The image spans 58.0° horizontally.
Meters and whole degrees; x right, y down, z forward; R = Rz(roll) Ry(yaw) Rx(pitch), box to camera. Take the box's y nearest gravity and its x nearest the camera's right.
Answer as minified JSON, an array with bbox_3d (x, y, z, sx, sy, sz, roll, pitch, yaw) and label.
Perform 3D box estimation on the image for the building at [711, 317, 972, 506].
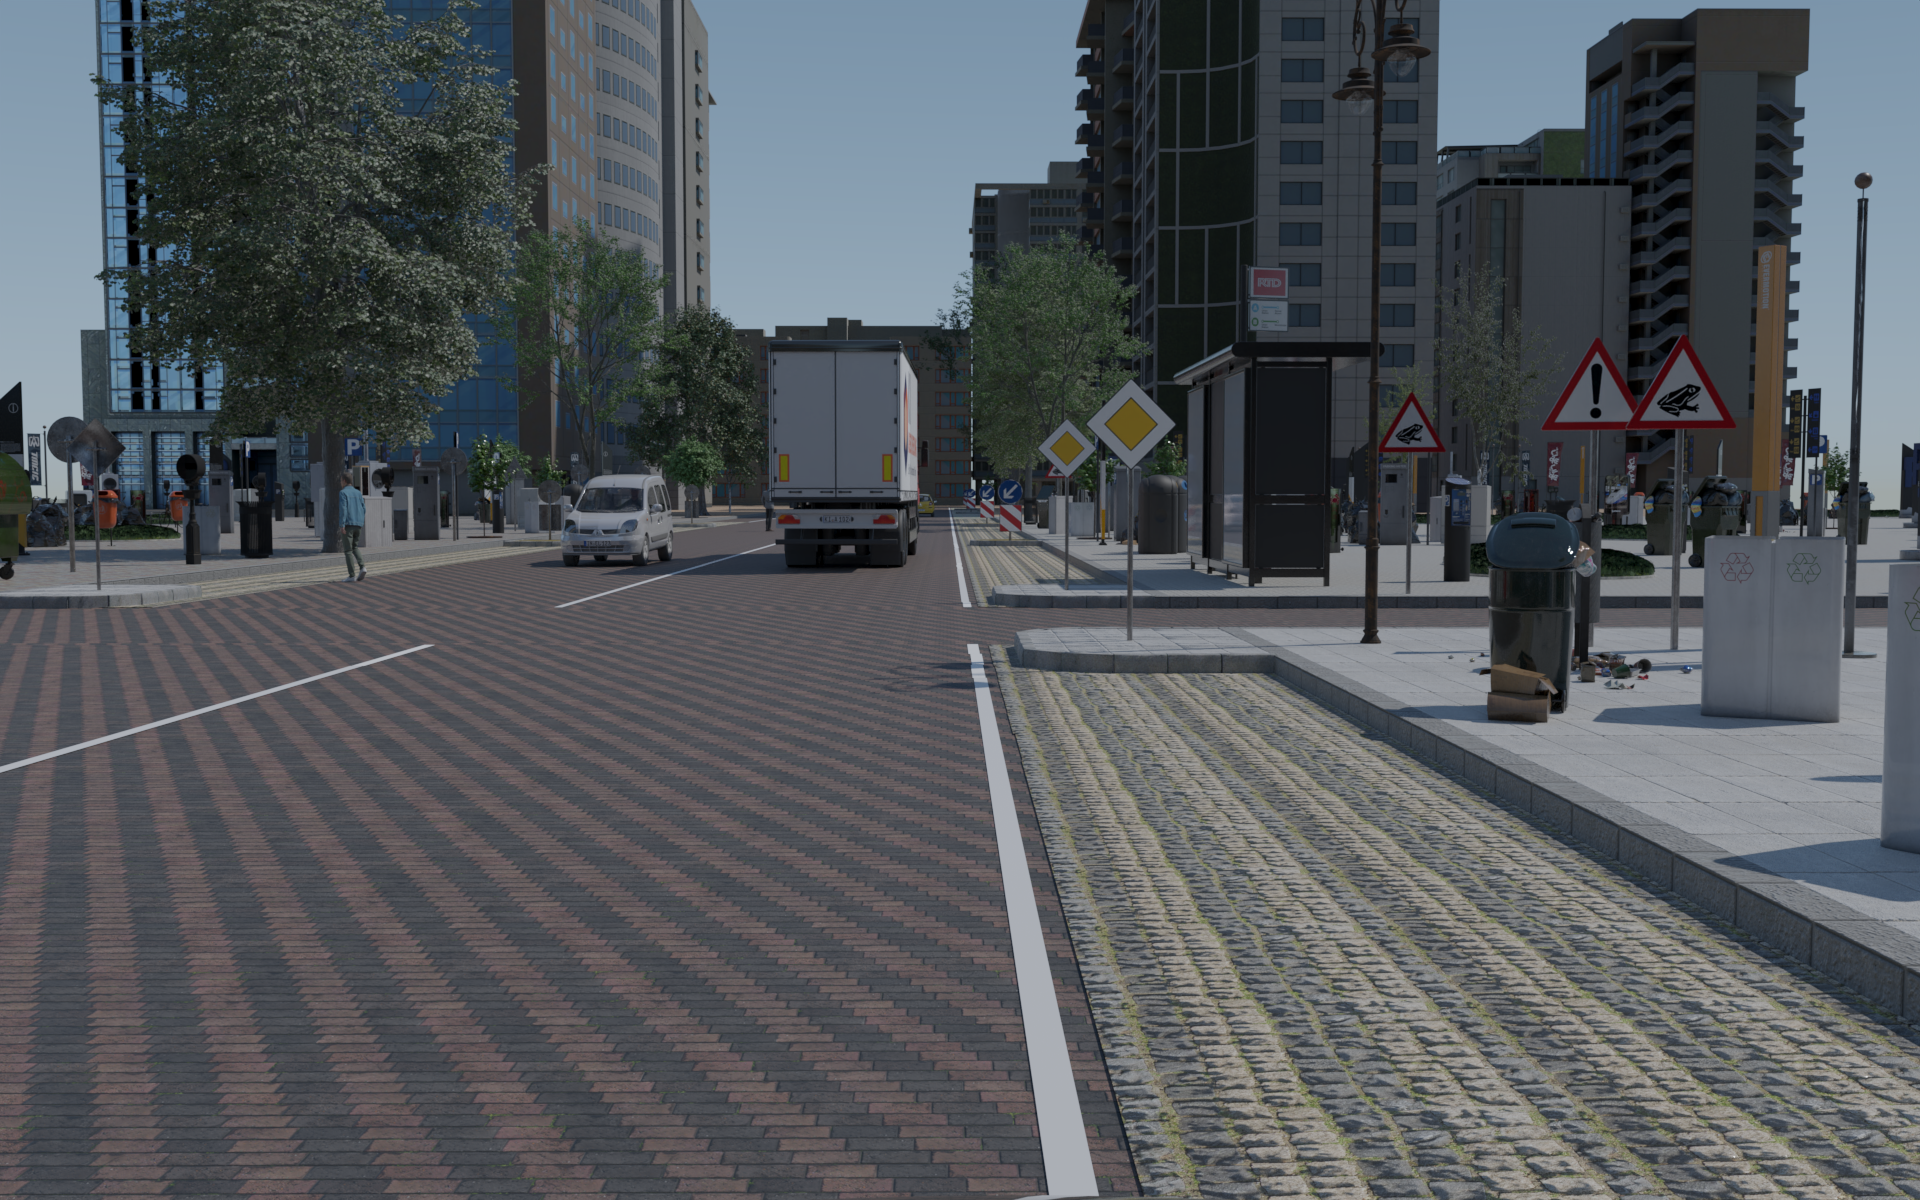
[{"bbox_3d":[-13.283,-21.941,203.777,28.899,21.520,27.650,0,4,0],"label":"building"}]

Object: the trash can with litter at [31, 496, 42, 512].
[{"bbox_3d":[-31.040,-2.919,58.786,1.678,1.210,2.233,0,4,-2],"label":"trash can with litter"}]

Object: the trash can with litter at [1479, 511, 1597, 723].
[{"bbox_3d":[3.368,0.079,10.093,0.624,1.170,1.055,1,4,21],"label":"trash can with litter"}]

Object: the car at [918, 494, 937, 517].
[{"bbox_3d":[-2.469,-6.086,109.724,2.015,1.641,3.980,0,4,0],"label":"car"}]

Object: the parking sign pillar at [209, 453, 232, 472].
[{"bbox_3d":[-40.344,-6.486,94.519,1.447,3.967,1.447,2,4,26],"label":"parking sign pillar"}]

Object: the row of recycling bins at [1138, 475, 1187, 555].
[{"bbox_3d":[4.826,-1.906,38.277,1.069,1.692,3.534,2,4,28],"label":"row of recycling bins"}]

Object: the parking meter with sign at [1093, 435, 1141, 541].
[{"bbox_3d":[4.556,-3.103,46.997,1.738,3.016,0.543,0,4,-6],"label":"parking meter with sign"}]

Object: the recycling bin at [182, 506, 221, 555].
[{"bbox_3d":[-16.083,-1.479,36.730,0.722,1.027,0.722,-2,4,-24],"label":"recycling bin"}]

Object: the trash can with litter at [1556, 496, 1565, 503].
[{"bbox_3d":[31.219,-4.762,89.246,0.624,1.170,1.055,-3,5,-41],"label":"trash can with litter"}]

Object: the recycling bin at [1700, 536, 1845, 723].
[{"bbox_3d":[4.759,0.148,10.133,0.722,1.027,0.722,2,4,27],"label":"recycling bin"}]

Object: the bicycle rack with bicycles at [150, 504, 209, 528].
[{"bbox_3d":[-29.086,-3.190,65.535,2.852,0.926,2.925,0,4,5],"label":"bicycle rack with bicycles"}]

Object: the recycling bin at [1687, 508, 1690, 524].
[{"bbox_3d":[22.453,-2.427,52.240,0.722,1.027,0.722,0,4,-6],"label":"recycling bin"}]

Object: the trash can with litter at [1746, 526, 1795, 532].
[{"bbox_3d":[27.643,-2.931,58.979,1.678,1.210,2.233,1,4,19],"label":"trash can with litter"}]

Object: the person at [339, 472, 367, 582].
[{"bbox_3d":[-9.887,-1.182,28.173,0.444,1.785,0.601,2,4,32],"label":"person"}]

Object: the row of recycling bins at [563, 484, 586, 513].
[{"bbox_3d":[-14.821,-3.857,70.173,1.069,1.692,3.534,1,4,21],"label":"row of recycling bins"}]

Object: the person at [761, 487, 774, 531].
[{"bbox_3d":[-7.316,-3.541,66.579,0.592,1.802,0.473,3,5,41],"label":"person"}]

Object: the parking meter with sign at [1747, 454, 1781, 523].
[{"bbox_3d":[35.154,-4.869,75.875,0.543,3.016,1.738,-1,4,-8],"label":"parking meter with sign"}]

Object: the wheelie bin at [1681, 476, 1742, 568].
[{"bbox_3d":[13.206,-1.367,30.259,0.980,1.594,0.693,-2,4,-35],"label":"wheelie bin"}]

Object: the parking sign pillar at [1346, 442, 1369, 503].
[{"bbox_3d":[20.445,-6.128,88.670,1.447,3.967,1.447,3,5,40],"label":"parking sign pillar"}]

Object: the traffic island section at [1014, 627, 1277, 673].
[{"bbox_3d":[1.507,0.434,15.188,2.009,0.180,2.903,0,4,0],"label":"traffic island section"}]

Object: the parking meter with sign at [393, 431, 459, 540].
[{"bbox_3d":[-14.883,-3.181,48.270,1.738,3.016,0.543,-1,4,-12],"label":"parking meter with sign"}]

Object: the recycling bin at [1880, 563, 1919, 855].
[{"bbox_3d":[3.818,0.392,6.140,0.722,1.027,0.722,-2,4,-28],"label":"recycling bin"}]

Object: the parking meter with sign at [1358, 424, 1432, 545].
[{"bbox_3d":[10.938,-2.893,43.569,1.738,3.016,0.543,1,4,21],"label":"parking meter with sign"}]

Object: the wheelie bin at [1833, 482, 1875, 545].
[{"bbox_3d":[22.735,-2.207,43.999,0.980,1.594,0.693,0,4,4],"label":"wheelie bin"}]

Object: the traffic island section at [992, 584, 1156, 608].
[{"bbox_3d":[1.447,-0.055,23.173,2.009,0.180,2.903,0,4,0],"label":"traffic island section"}]

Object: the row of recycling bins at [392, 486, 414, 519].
[{"bbox_3d":[-29.080,-5.079,90.158,1.069,1.692,3.534,-3,4,-38],"label":"row of recycling bins"}]

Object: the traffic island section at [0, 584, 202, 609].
[{"bbox_3d":[-11.494,-0.049,23.080,2.009,0.180,2.903,0,4,0],"label":"traffic island section"}]

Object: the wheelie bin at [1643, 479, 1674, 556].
[{"bbox_3d":[14.832,-1.738,36.329,0.980,1.594,0.693,-2,4,-29],"label":"wheelie bin"}]

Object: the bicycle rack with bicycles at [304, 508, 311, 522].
[{"bbox_3d":[-29.222,-4.093,80.308,2.852,0.926,2.925,-2,4,-28],"label":"bicycle rack with bicycles"}]

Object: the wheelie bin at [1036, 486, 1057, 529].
[{"bbox_3d":[3.261,-3.443,64.197,0.693,1.594,0.980,-3,5,-42],"label":"wheelie bin"}]

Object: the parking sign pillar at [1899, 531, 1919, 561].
[{"bbox_3d":[19.067,-2.756,33.526,1.447,3.967,1.447,0,4,7],"label":"parking sign pillar"}]

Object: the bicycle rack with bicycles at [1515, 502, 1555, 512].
[{"bbox_3d":[31.430,-4.995,95.047,2.852,0.926,2.925,-2,4,-31],"label":"bicycle rack with bicycles"}]

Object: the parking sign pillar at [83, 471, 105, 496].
[{"bbox_3d":[-48.521,-6.641,97.046,1.447,3.967,1.447,2,4,24],"label":"parking sign pillar"}]

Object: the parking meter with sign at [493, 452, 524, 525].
[{"bbox_3d":[-18.712,-4.686,72.872,1.738,3.016,0.543,-3,5,-44],"label":"parking meter with sign"}]

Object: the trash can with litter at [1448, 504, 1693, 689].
[{"bbox_3d":[4.394,-0.085,12.449,1.678,1.210,2.233,1,4,15],"label":"trash can with litter"}]

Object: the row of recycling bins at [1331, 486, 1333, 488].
[{"bbox_3d":[17.115,-4.678,83.593,1.069,1.692,3.534,-1,4,-12],"label":"row of recycling bins"}]

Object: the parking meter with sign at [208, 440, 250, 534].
[{"bbox_3d":[-24.028,-3.671,56.288,1.738,3.016,0.543,-1,4,-9],"label":"parking meter with sign"}]

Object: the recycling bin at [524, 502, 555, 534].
[{"bbox_3d":[-13.743,-2.697,56.647,0.722,1.027,0.722,3,5,39],"label":"recycling bin"}]

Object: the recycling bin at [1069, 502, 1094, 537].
[{"bbox_3d":[3.659,-2.443,52.502,0.722,1.027,0.722,-1,4,-8],"label":"recycling bin"}]

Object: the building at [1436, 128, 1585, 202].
[{"bbox_3d":[61.874,-31.395,196.900,14.086,41.232,14.154,0,4,0],"label":"building"}]

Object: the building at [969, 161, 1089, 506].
[{"bbox_3d":[13.150,-31.379,204.932,23.993,40.220,32.217,0,4,0],"label":"building"}]

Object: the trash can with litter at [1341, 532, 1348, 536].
[{"bbox_3d":[11.090,-2.588,53.366,2.233,1.210,1.678,0,4,5],"label":"trash can with litter"}]

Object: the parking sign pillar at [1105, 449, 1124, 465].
[{"bbox_3d":[8.132,-6.151,89.049,1.447,3.967,1.447,-1,4,-9],"label":"parking sign pillar"}]

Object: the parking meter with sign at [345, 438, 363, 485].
[{"bbox_3d":[-18.899,-3.487,53.278,0.543,3.016,1.738,0,4,0],"label":"parking meter with sign"}]

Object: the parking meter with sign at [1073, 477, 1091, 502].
[{"bbox_3d":[4.602,-3.736,57.341,1.738,3.016,0.543,0,4,0],"label":"parking meter with sign"}]

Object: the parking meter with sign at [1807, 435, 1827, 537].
[{"bbox_3d":[25.663,-3.399,51.834,0.543,3.016,1.738,2,4,30],"label":"parking meter with sign"}]

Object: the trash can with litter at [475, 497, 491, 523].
[{"bbox_3d":[-20.854,-3.983,76.512,0.624,1.170,1.055,2,4,29],"label":"trash can with litter"}]
